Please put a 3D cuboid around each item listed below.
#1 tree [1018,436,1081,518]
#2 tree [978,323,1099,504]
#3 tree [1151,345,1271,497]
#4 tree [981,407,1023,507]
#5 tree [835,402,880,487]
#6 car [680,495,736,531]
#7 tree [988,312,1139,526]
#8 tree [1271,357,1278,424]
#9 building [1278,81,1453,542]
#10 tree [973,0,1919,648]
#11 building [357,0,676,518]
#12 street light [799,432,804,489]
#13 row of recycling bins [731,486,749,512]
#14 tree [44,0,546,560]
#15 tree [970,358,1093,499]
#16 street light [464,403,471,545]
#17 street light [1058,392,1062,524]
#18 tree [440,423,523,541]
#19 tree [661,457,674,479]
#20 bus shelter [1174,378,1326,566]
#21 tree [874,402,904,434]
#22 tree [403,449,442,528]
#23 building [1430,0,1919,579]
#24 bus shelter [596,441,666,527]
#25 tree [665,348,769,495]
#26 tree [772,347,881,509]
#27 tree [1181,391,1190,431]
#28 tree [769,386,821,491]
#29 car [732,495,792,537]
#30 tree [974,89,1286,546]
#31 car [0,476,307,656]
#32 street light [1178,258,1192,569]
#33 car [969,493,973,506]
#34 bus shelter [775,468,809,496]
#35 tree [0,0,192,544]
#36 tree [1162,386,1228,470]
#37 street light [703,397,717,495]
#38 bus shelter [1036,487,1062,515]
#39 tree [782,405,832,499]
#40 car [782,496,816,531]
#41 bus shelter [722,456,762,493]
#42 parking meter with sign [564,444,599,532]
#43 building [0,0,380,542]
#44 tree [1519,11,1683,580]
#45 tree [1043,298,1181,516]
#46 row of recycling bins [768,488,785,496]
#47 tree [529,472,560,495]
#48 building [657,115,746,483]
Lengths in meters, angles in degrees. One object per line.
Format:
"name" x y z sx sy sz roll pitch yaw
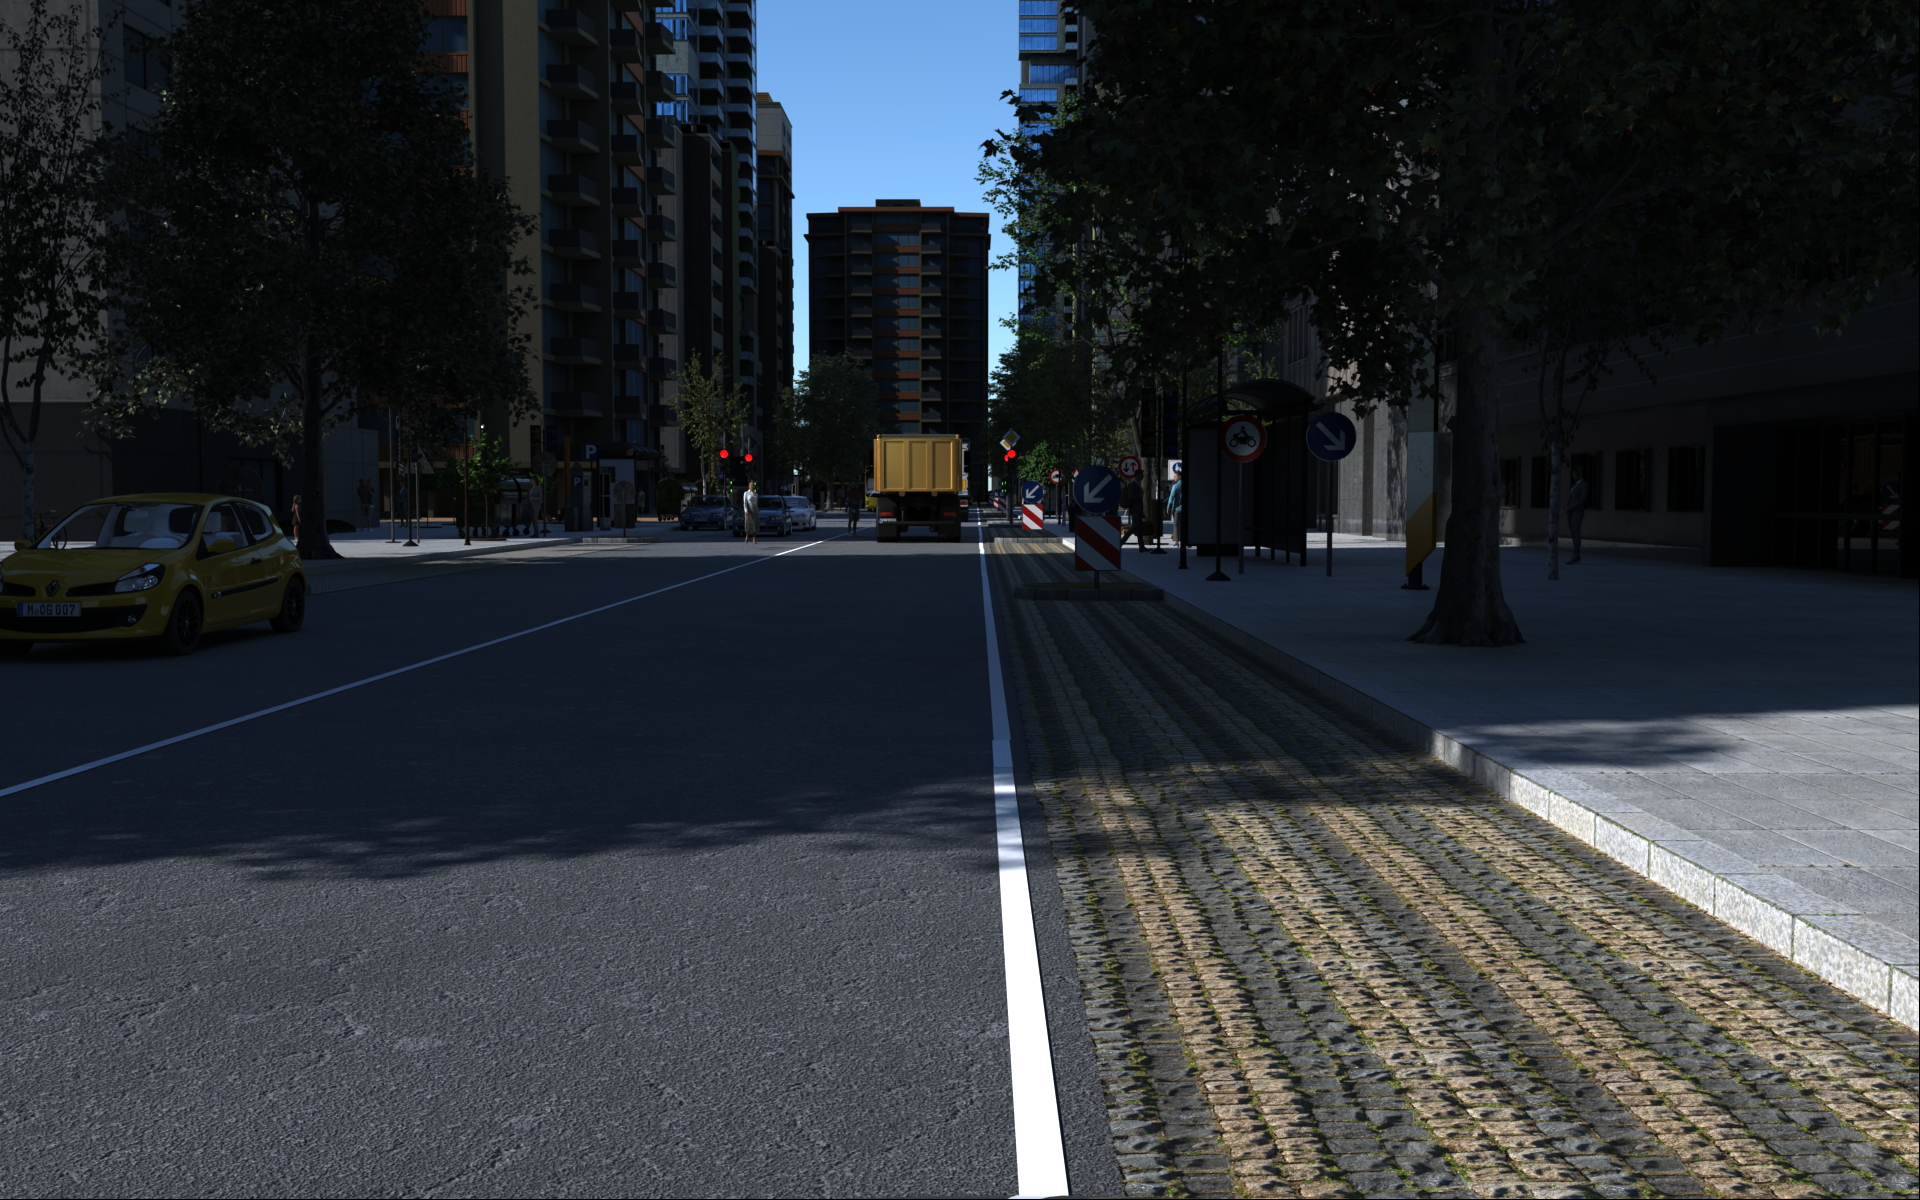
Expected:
"tree" 4.918 -6.714 93.486 4.285 4.588 4.351 0 3 0
"tree" 5.535 -12.063 115.353 7.486 12.596 7.792 0 3 0
"tree" 9.511 -7.228 68.545 4.737 8.622 4.395 0 3 0
"tree" 6.528 -15.745 191.843 8.767 10.594 7.601 1 4 23
"tree" -12.013 -16.561 188.891 7.486 12.596 7.792 0 3 0
"car" -9.961 -3.473 68.788 2.014 1.417 4.499 0 4 0
"tree" 3.941 -7.245 68.825 4.737 8.622 4.395 0 3 0
"tree" 15.924 -8.738 93.222 4.737 8.622 4.395 0 3 0
"building" 17.973 -14.511 55.270 12.078 24.808 19.932 0 4 1
"tree" 4.516 -5.977 14.738 9.611 12.733 9.660 0 3 0
"building" -29.541 -27.577 105.516 22.147 44.769 28.867 0 4 1
"street light" -11.480 -9.413 126.689 0.468 5.910 1.993 0 4 1
"row of recycling bins" -11.891 -5.369 94.896 1.069 1.692 3.534 0 4 3
"tree" -12.666 -7.148 33.877 9.611 12.733 9.660 0 3 0
"tree" 5.892 -14.301 144.186 12.009 13.543 11.850 0 3 0
"street light" -12.359 -4.312 43.290 0.468 5.910 1.993 0 4 1
"street light" 4.223 -6.151 73.354 0.468 5.910 1.993 0 4 1
"tree" -13.092 -3.244 47.647 1.663 3.219 1.824 0 3 0
"tree" -22.324 -8.664 125.372 4.285 4.588 4.351 0 3 0
"bus shelter" 5.403 -2.398 33.126 2.014 3.302 5.546 0 4 0
"tree" -10.780 -19.608 230.956 12.009 13.543 11.850 0 3 0
"tree" -20.159 -4.340 65.559 1.663 3.219 1.824 0 3 0
"building" 18.954 -12.920 30.315 14.314 24.678 30.058 0 4 1
"bus shelter" -13.208 -4.600 69.135 2.014 3.302 5.546 0 4 1
"tree" -12.791 -8.432 88.221 4.737 8.622 4.395 0 3 0
"tree" -11.415 -14.884 150.014 9.857 13.997 8.962 0 3 0
"tree" 10.642 -8.692 92.477 4.360 8.622 3.978 0 3 0
"tree" -11.670 -10.268 118.247 4.737 8.622 4.395 0 3 0
"car" -6.726 -2.889 59.230 2.014 1.417 4.499 0 4 -1
"tree" 4.539 -7.193 43.353 9.928 11.665 9.643 0 3 0
"car" -7.706 -0.387 16.544 2.015 1.641 3.980 0 4 -1
"street light" 3.824 -3.468 29.495 0.468 5.910 1.993 0 4 1
"car" 0.523 -12.750 217.142 2.281 1.827 5.304 0 4 2
"bus shelter" -13.013 -8.604 134.602 2.014 3.302 5.546 0 4 1
"tree" -13.381 -4.558 24.879 4.360 8.622 3.978 0 3 0
"tree" 19.633 -12.615 140.663 7.601 10.594 8.767 2 4 33
"street light" -11.941 -6.721 82.683 0.468 5.910 1.993 0 4 1
"bus shelter" 5.403 -6.663 102.860 2.014 3.302 5.546 0 4 1
"tree" -12.204 -11.642 140.702 4.360 8.622 3.978 0 3 0
"car" -6.676 -3.403 68.003 2.083 1.381 4.827 0 4 0
"bus shelter" -13.501 -7.110 107.530 1.731 3.624 6.357 0 4 0
"parking meter with sign" -13.026 -3.869 59.514 0.543 3.016 1.738 1 4 14
"building" -32.827 -37.704 54.705 20.611 71.187 20.563 0 4 1
"tree" 9.110 -4.605 25.658 4.360 8.622 3.978 0 3 0
"tree" 4.793 -6.813 61.752 4.360 8.622 3.978 0 3 0
"row of recycling bins" -13.177 -7.226 125.253 1.069 1.692 3.534 -1 4 -15
"tree" -20.316 -5.535 85.103 1.663 3.219 1.824 0 3 0
"building" -25.046 -22.241 135.344 14.160 30.474 14.107 0 4 1
